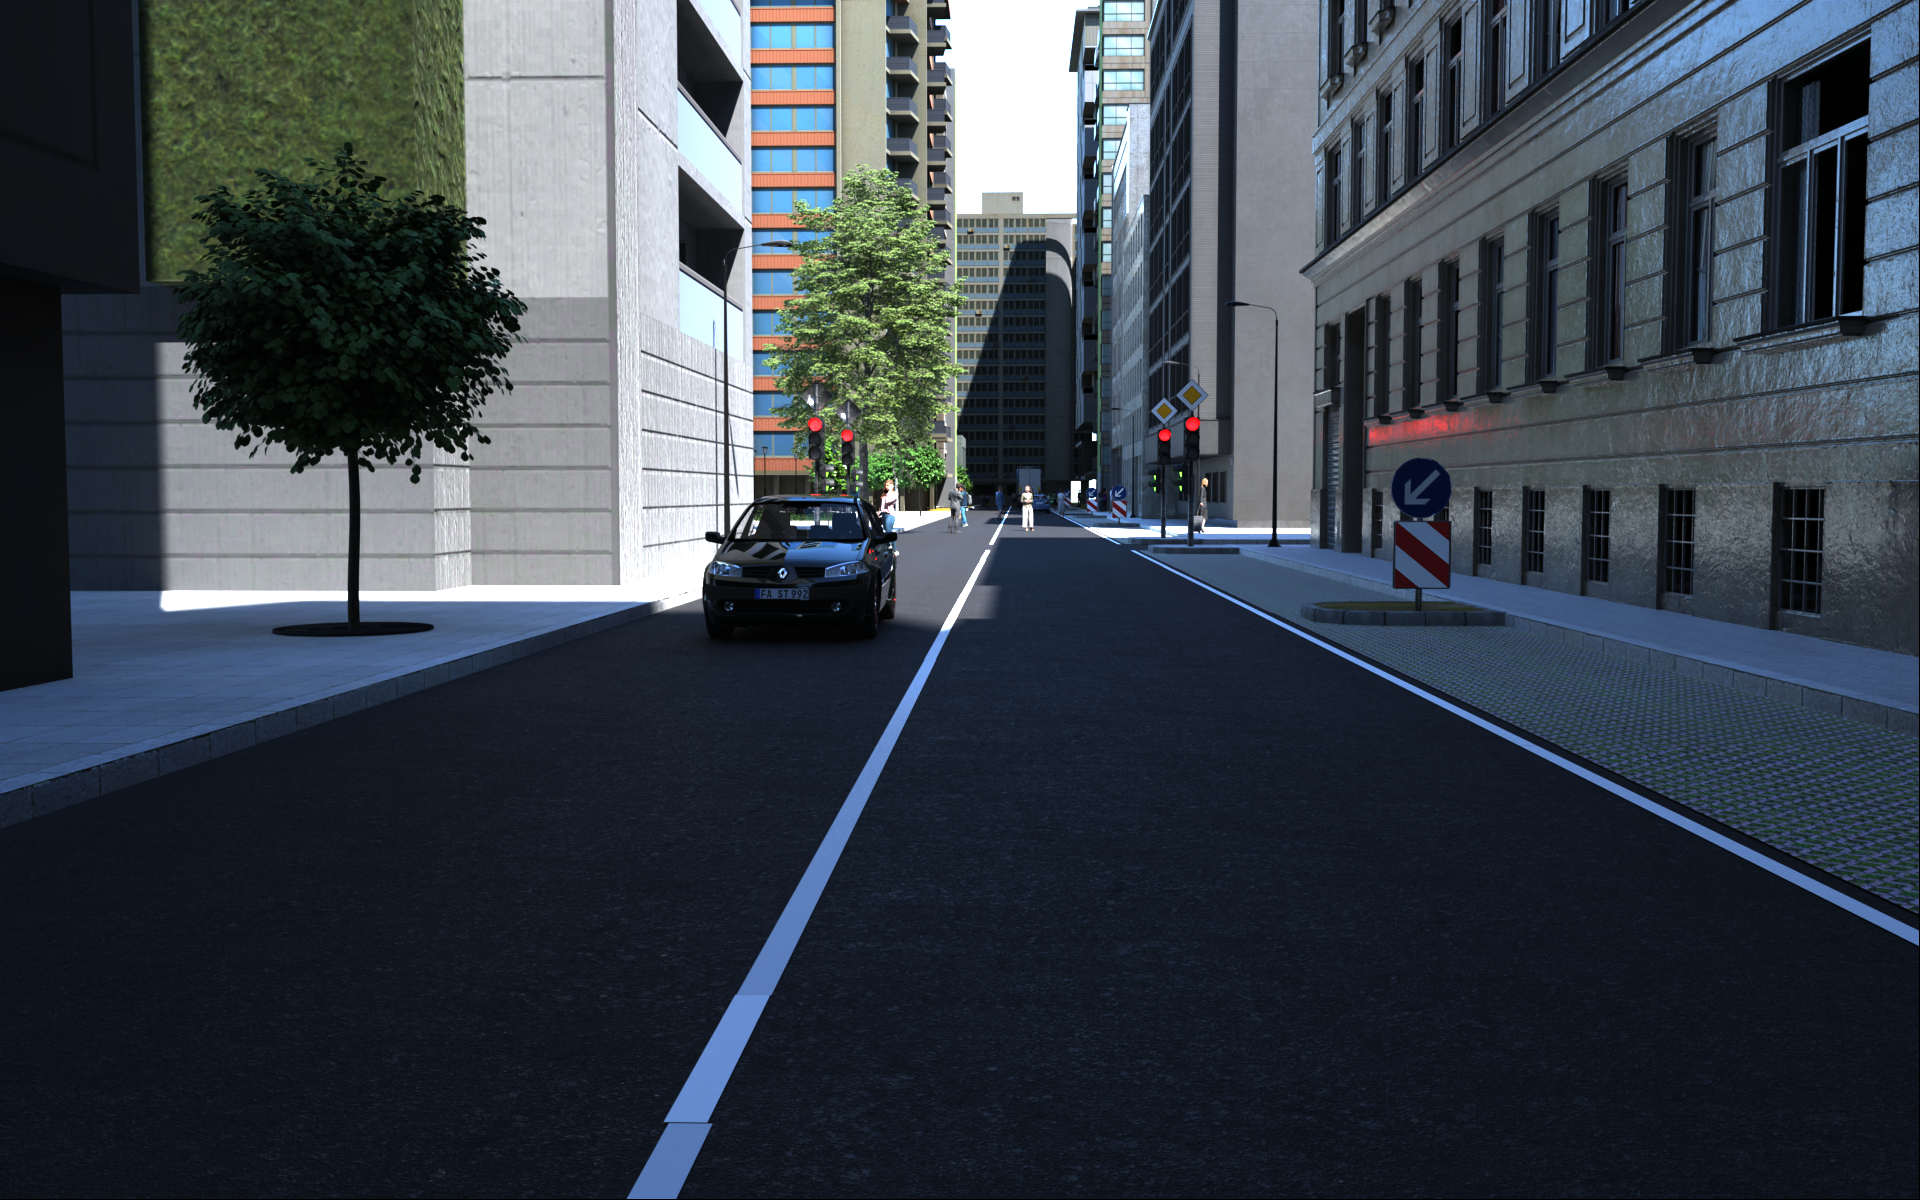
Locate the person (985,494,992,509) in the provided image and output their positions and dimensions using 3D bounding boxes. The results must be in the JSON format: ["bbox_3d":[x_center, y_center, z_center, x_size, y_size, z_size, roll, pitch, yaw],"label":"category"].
[{"bbox_3d":[2.714,-9.405,165.509,0.697,1.427,0.421,1,4,13],"label":"person"}]

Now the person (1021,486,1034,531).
[{"bbox_3d":[2.636,-3.577,67.531,0.519,1.759,0.362,-1,4,-14],"label":"person"}]

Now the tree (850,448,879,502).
[{"bbox_3d":[-4.644,-8.065,115.576,4.285,4.588,4.351,0,3,0],"label":"tree"}]

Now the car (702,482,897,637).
[{"bbox_3d":[-1.637,-0.537,18.566,2.009,1.686,4.222,0,4,2],"label":"car"}]

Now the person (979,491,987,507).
[{"bbox_3d":[2.628,-10.984,188.804,1.217,1.735,0.721,0,4,-4],"label":"person"}]

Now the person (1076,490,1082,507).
[{"bbox_3d":[11.711,-9.988,170.143,0.445,1.727,0.742,1,4,18],"label":"person"}]

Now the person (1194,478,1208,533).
[{"bbox_3d":[7.903,-3.118,57.238,0.699,1.804,1.509,2,4,32],"label":"person"}]

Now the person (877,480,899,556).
[{"bbox_3d":[-1.562,-1.806,38.619,0.643,1.750,0.593,-3,4,-36],"label":"person"}]

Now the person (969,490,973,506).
[{"bbox_3d":[1.315,-11.440,193.870,0.721,1.735,1.217,0,4,-6],"label":"person"}]

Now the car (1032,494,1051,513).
[{"bbox_3d":[5.827,-7.185,129.484,2.014,1.417,4.499,0,3,0],"label":"car"}]

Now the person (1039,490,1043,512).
[{"bbox_3d":[6.583,-8.110,141.770,0.551,1.740,0.621,2,4,25],"label":"person"}]

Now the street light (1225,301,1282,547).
[{"bbox_3d":[7.088,-4.241,41.875,1.470,5.913,1.316,0,4,2],"label":"street light"}]

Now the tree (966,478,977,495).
[{"bbox_3d":[1.020,-12.756,203.161,1.663,3.219,1.824,0,3,0],"label":"tree"}]

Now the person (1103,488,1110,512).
[{"bbox_3d":[10.690,-7.383,127.443,1.217,1.739,0.721,3,5,43],"label":"person"}]

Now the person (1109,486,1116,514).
[{"bbox_3d":[9.788,-6.418,111.197,0.478,1.798,0.641,-2,4,-28],"label":"person"}]

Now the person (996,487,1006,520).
[{"bbox_3d":[2.154,-5.241,94.220,0.581,1.822,0.654,3,5,39],"label":"person"}]

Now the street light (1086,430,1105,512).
[{"bbox_3d":[9.809,-9.354,125.471,1.470,5.913,1.316,0,4,2],"label":"street light"}]

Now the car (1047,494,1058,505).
[{"bbox_3d":[10.591,-11.479,196.483,1.959,1.807,4.718,0,3,0],"label":"car"}]

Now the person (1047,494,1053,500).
[{"bbox_3d":[7.316,-8.116,144.388,0.799,1.438,0.628,-2,4,-32],"label":"person"}]

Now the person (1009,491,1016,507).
[{"bbox_3d":[5.975,-11.189,192.221,1.217,1.735,0.721,2,4,27],"label":"person"}]

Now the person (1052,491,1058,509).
[{"bbox_3d":[9.007,-9.420,163.310,0.721,1.735,1.217,2,4,28],"label":"person"}]

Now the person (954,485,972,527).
[{"bbox_3d":[0.097,-4.095,75.444,0.794,1.824,0.713,-3,5,-40],"label":"person"}]

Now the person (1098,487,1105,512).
[{"bbox_3d":[10.046,-7.145,123.280,0.534,1.772,0.576,-1,4,-21],"label":"person"}]

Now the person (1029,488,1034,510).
[{"bbox_3d":[4.827,-6.699,118.003,0.573,1.828,0.580,-3,5,-43],"label":"person"}]

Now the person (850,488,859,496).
[{"bbox_3d":[-4.021,-3.684,66.622,0.601,1.785,0.444,0,4,-1],"label":"person"}]

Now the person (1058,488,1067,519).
[{"bbox_3d":[5.942,-5.595,100.547,0.480,1.755,0.524,1,4,17],"label":"person"}]

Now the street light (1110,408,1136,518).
[{"bbox_3d":[8.781,-7.382,93.239,1.470,5.913,1.316,0,4,2],"label":"street light"}]

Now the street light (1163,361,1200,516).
[{"bbox_3d":[7.807,-5.392,60.697,1.470,5.913,1.316,0,4,2],"label":"street light"}]

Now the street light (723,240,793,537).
[{"bbox_3d":[-3.764,-3.628,31.855,1.470,5.913,1.316,0,4,2],"label":"street light"}]

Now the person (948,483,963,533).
[{"bbox_3d":[-0.152,-3.373,63.448,0.655,1.846,0.447,3,5,42],"label":"person"}]

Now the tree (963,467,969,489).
[{"bbox_3d":[-0.556,-11.610,173.544,4.285,4.588,4.351,0,3,0],"label":"tree"}]
